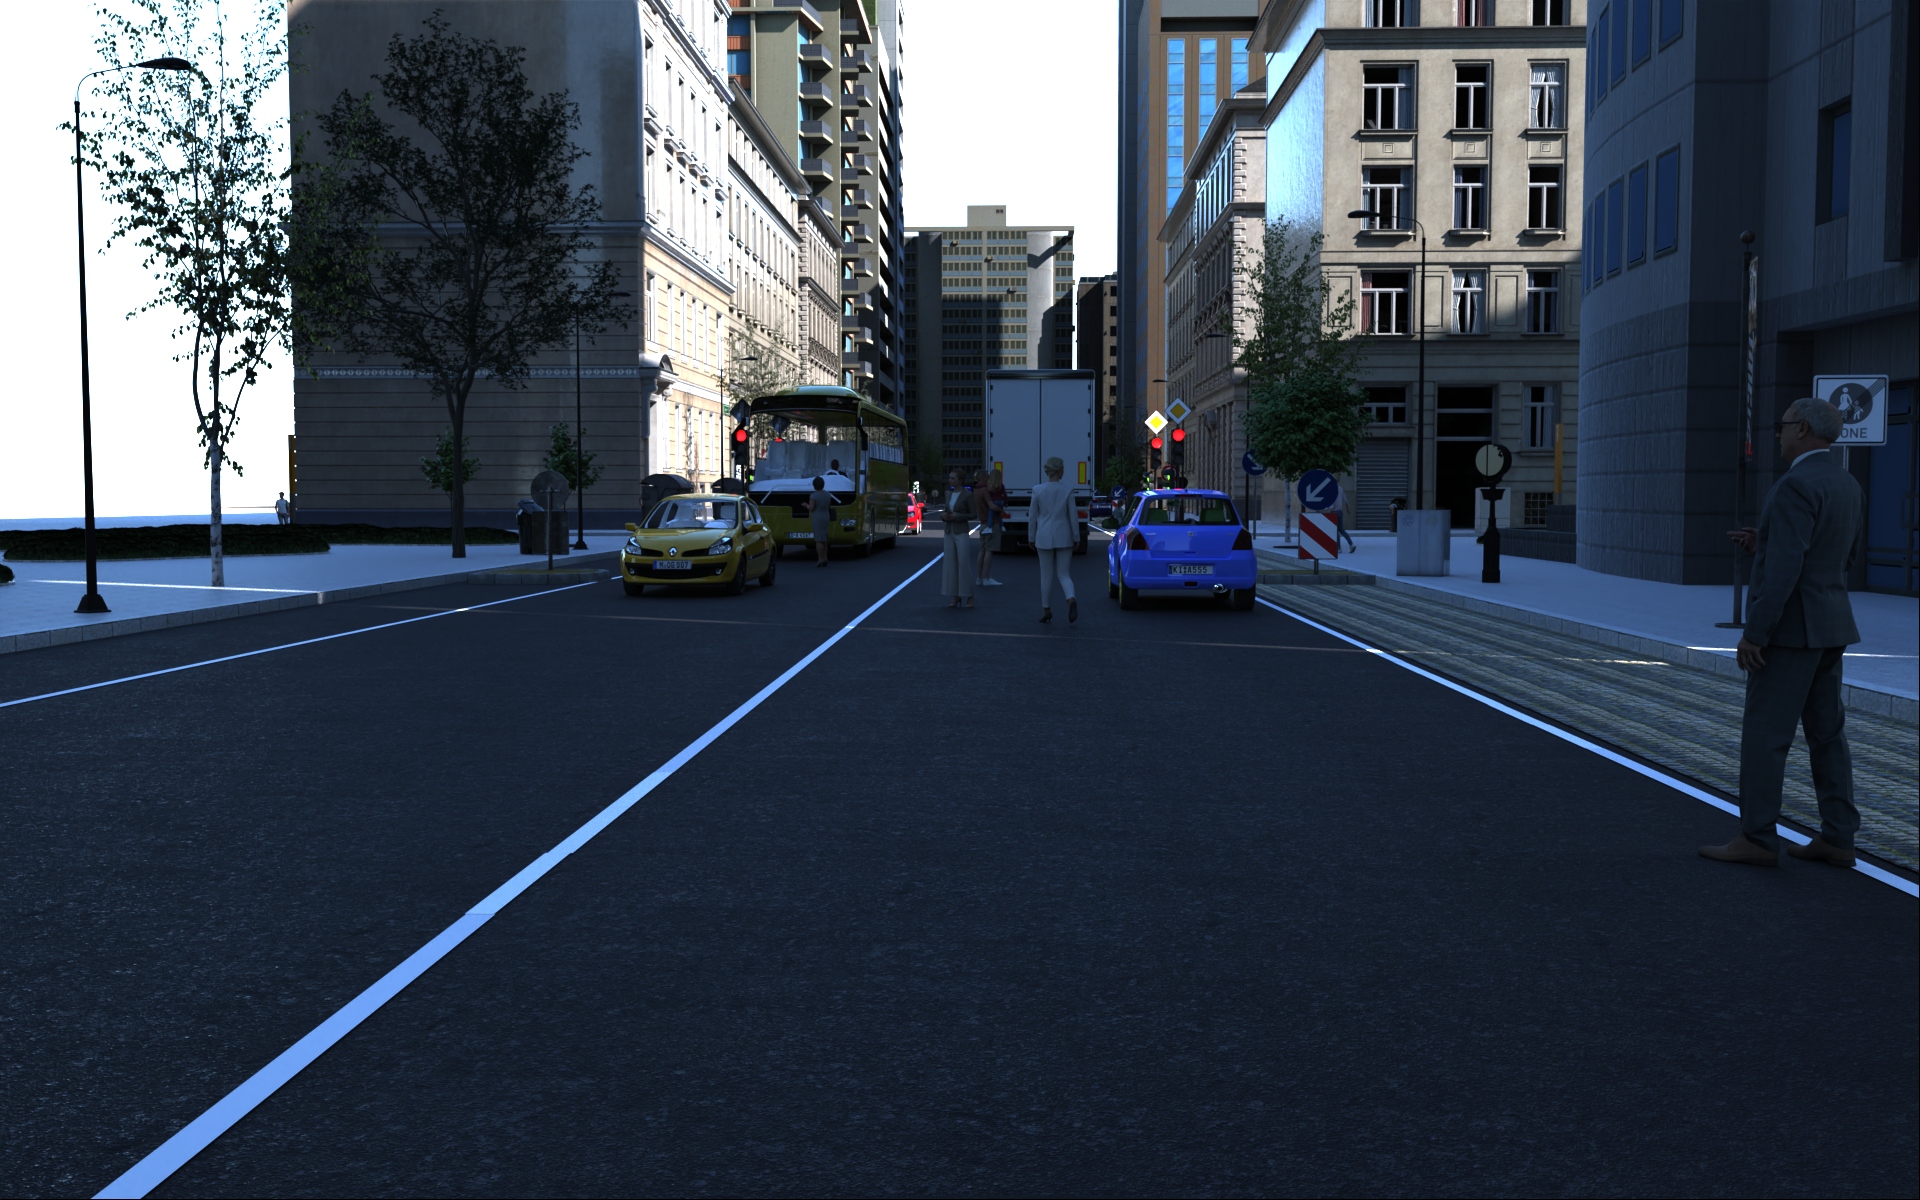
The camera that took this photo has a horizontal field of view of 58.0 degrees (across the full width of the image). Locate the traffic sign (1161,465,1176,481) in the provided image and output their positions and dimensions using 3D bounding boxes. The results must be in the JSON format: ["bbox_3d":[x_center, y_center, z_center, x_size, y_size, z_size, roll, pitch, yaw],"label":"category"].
[{"bbox_3d":[9.163,-4.621,75.667,0.768,2.556,0.104,1,4,11],"label":"traffic sign"}]

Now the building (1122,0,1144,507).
[{"bbox_3d":[26.231,-44.510,165.986,20.563,71.187,20.611,0,4,2],"label":"building"}]

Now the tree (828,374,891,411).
[{"bbox_3d":[-6.626,-9.457,104.981,4.360,8.622,3.978,0,3,0],"label":"tree"}]

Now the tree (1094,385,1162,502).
[{"bbox_3d":[11.439,-10.200,117.131,4.360,8.622,3.978,0,3,0],"label":"tree"}]

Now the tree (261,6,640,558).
[{"bbox_3d":[-10.226,-6.109,34.291,8.767,10.594,7.601,1,4,16],"label":"tree"}]

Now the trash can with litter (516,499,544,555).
[{"bbox_3d":[-8.948,-1.552,36.754,1.055,1.170,0.624,3,5,44],"label":"trash can with litter"}]

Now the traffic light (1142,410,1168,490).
[{"bbox_3d":[6.576,-4.245,58.320,0.839,4.253,0.868,0,4,2],"label":"traffic light"}]

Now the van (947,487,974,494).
[{"bbox_3d":[0.059,-8.484,143.090,2.240,2.365,5.245,0,4,1],"label":"van"}]

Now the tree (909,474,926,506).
[{"bbox_3d":[-4.552,-10.483,166.001,1.663,3.219,1.824,0,3,0],"label":"tree"}]

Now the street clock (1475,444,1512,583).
[{"bbox_3d":[7.694,-1.252,25.034,0.358,2.002,0.471,-3,5,-43],"label":"street clock"}]

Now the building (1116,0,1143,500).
[{"bbox_3d":[27.828,-39.690,190.936,21.231,58.520,28.212,0,4,2],"label":"building"}]

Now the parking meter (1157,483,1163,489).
[{"bbox_3d":[10.459,-5.199,90.720,0.255,1.863,0.399,0,4,-7],"label":"parking meter"}]

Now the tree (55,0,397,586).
[{"bbox_3d":[-10.176,-4.507,24.055,4.360,8.622,3.978,0,3,0],"label":"tree"}]

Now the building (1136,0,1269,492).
[{"bbox_3d":[22.654,-30.545,149.516,14.600,45.320,14.200,0,4,2],"label":"building"}]

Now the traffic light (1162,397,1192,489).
[{"bbox_3d":[6.300,-3.756,50.339,0.839,4.253,0.868,0,4,2],"label":"traffic light"}]

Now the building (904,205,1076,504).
[{"bbox_3d":[3.589,-33.252,235.550,23.993,40.220,32.217,0,4,2],"label":"building"}]

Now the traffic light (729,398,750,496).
[{"bbox_3d":[-6.354,-3.782,50.759,0.839,4.253,0.868,0,4,2],"label":"traffic light"}]

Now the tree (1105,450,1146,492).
[{"bbox_3d":[12.254,-8.768,127.067,4.285,4.588,4.351,0,3,0],"label":"tree"}]

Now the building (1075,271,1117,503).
[{"bbox_3d":[22.357,-27.869,227.355,14.107,30.474,14.160,0,4,2],"label":"building"}]

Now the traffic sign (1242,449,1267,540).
[{"bbox_3d":[8.262,-2.961,48.512,0.768,2.556,0.104,0,4,5],"label":"traffic sign"}]

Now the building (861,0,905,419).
[{"bbox_3d":[-20.602,-40.012,196.190,28.212,58.520,21.231,0,4,2],"label":"building"}]

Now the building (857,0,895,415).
[{"bbox_3d":[-17.933,-33.650,173.883,21.300,48.544,21.600,0,4,2],"label":"building"}]

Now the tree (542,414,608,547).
[{"bbox_3d":[-9.639,-2.900,42.024,1.663,3.219,1.824,0,3,0],"label":"tree"}]

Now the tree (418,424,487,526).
[{"bbox_3d":[-14.206,-3.260,47.901,1.663,3.219,1.824,0,3,0],"label":"tree"}]

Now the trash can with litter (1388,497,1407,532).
[{"bbox_3d":[14.526,-2.840,57.814,0.624,1.170,1.055,0,4,-1],"label":"trash can with litter"}]

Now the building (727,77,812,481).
[{"bbox_3d":[-18.018,-16.107,96.635,16.112,22.955,30.059,0,4,2],"label":"building"}]

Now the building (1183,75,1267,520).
[{"bbox_3d":[18.368,-16.137,92.720,11.050,23.489,19.941,0,4,2],"label":"building"}]

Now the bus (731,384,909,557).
[{"bbox_3d":[-3.042,-3.119,42.548,2.896,3.916,12.252,0,4,3],"label":"bus"}]

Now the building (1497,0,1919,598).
[{"bbox_3d":[20.725,-29.495,24.244,21.231,58.520,28.212,0,4,2],"label":"building"}]

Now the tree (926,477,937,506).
[{"bbox_3d":[-3.556,-12.031,191.313,1.663,3.219,1.824,0,3,0],"label":"tree"}]

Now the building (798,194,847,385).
[{"bbox_3d":[-14.415,-17.895,121.463,11.050,23.489,19.941,0,4,2],"label":"building"}]

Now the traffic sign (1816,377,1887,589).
[{"bbox_3d":[7.654,-0.785,14.967,0.606,2.300,0.079,0,4,6],"label":"traffic sign"}]

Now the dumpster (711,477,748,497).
[{"bbox_3d":[-8.061,-3.389,61.171,1.264,1.857,1.865,0,4,2],"label":"dumpster"}]

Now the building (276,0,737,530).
[{"bbox_3d":[-17.255,-17.444,71.119,13.634,28.700,20.117,0,4,2],"label":"building"}]

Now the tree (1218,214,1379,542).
[{"bbox_3d":[8.702,-5.816,45.456,4.737,8.622,4.395,0,3,0],"label":"tree"}]

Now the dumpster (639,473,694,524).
[{"bbox_3d":[-8.409,-2.679,49.561,1.264,1.857,1.865,0,4,2],"label":"dumpster"}]

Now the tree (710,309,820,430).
[{"bbox_3d":[-7.860,-7.316,69.975,4.360,8.622,3.978,0,3,0],"label":"tree"}]

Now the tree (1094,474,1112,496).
[{"bbox_3d":[12.725,-9.506,150.019,1.663,3.219,1.824,0,3,0],"label":"tree"}]

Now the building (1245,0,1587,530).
[{"bbox_3d":[27.176,-14.326,67.512,30.059,22.955,16.112,0,4,2],"label":"building"}]

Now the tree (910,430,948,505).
[{"bbox_3d":[-3.257,-15.669,206.547,4.737,8.622,4.395,0,3,0],"label":"tree"}]

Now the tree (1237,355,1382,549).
[{"bbox_3d":[8.271,-3.512,41.131,4.285,4.588,4.351,0,3,0],"label":"tree"}]

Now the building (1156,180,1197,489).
[{"bbox_3d":[22.532,-17.387,117.562,16.112,22.955,30.059,0,4,2],"label":"building"}]

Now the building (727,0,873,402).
[{"bbox_3d":[-19.133,-30.194,148.289,22.147,44.769,28.867,0,4,2],"label":"building"}]
